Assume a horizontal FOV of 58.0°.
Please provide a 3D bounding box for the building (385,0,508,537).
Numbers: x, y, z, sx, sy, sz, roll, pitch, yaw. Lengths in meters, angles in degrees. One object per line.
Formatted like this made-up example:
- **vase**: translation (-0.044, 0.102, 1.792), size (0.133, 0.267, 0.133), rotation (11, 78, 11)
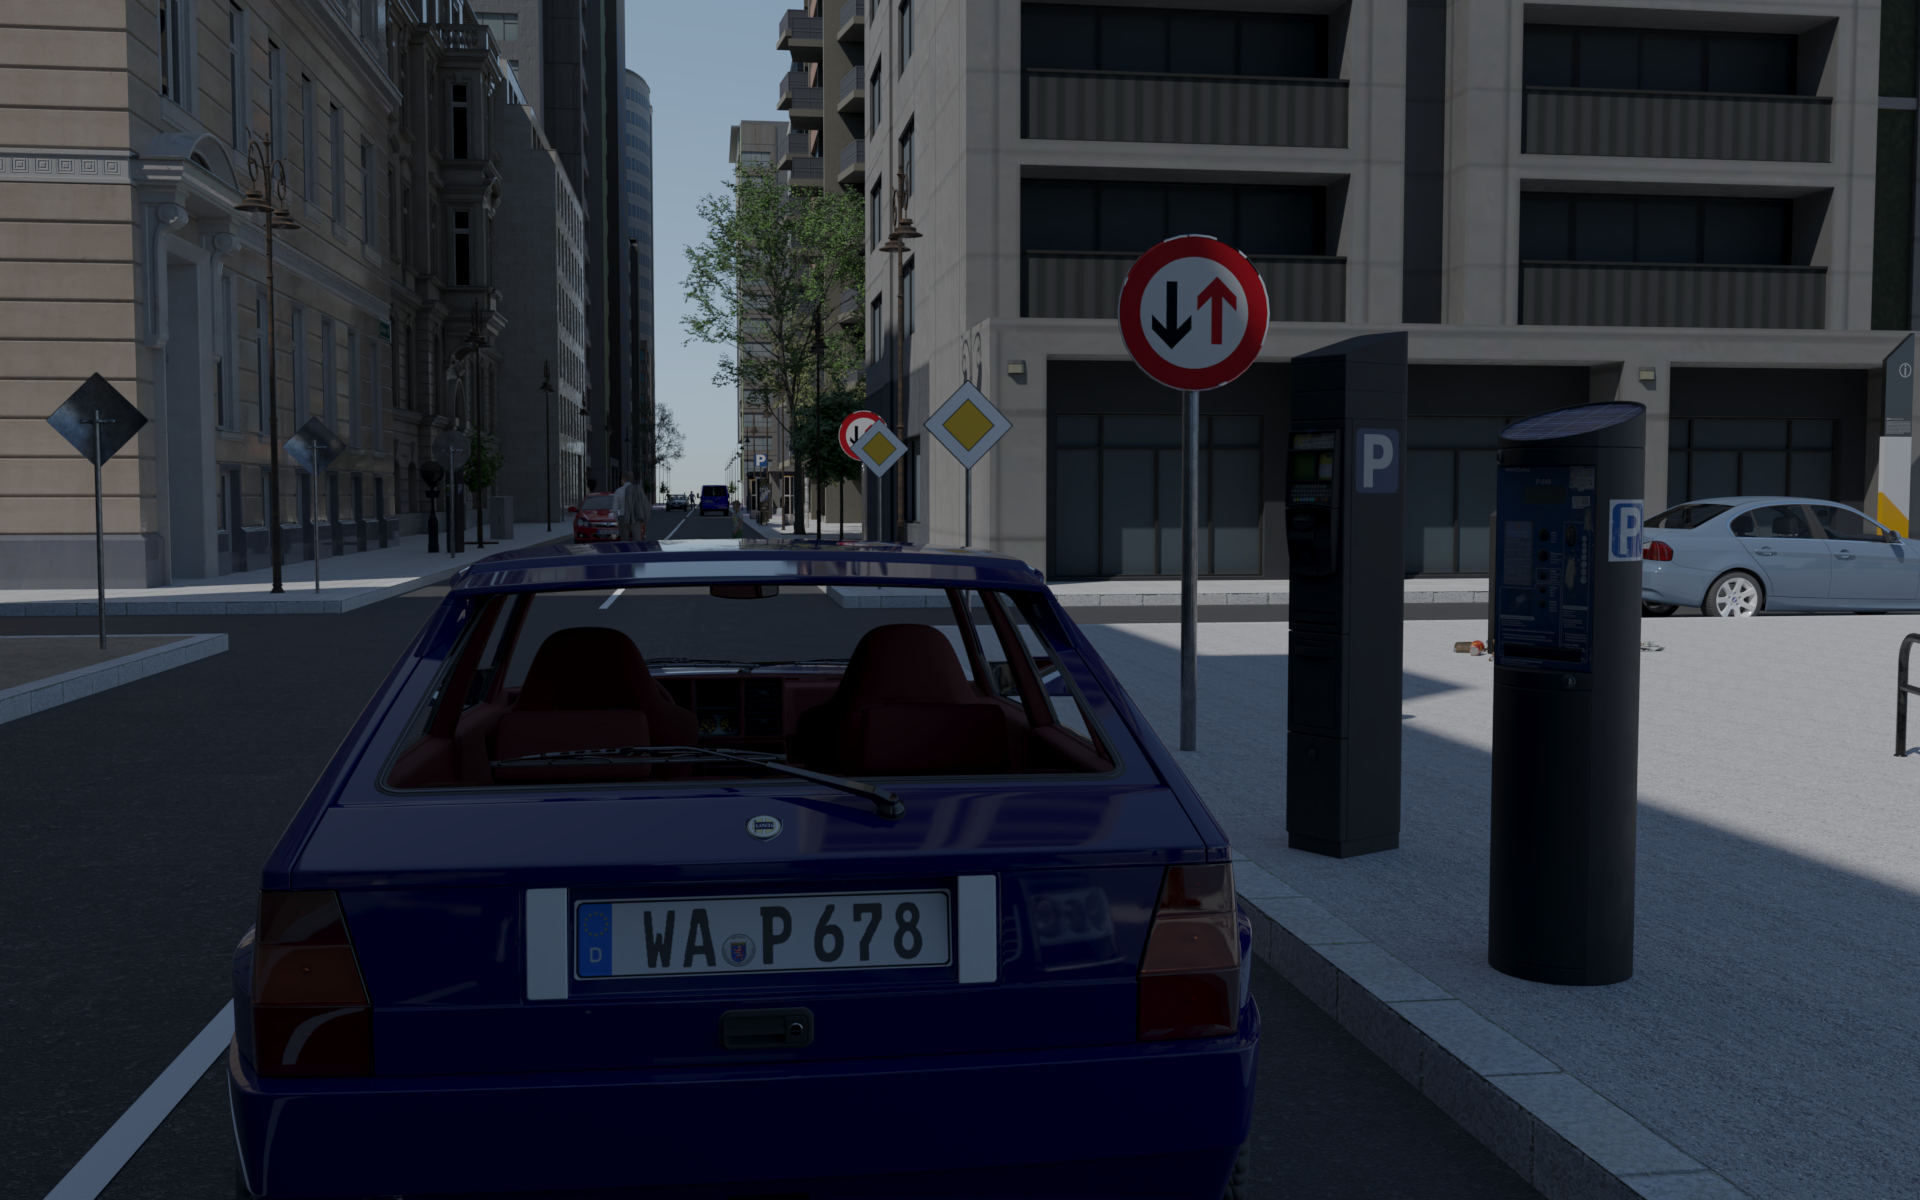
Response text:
- **building**: translation (-22.961, -14.635, 58.364), size (14.460, 24.649, 34.723), rotation (-1, 4, -8)

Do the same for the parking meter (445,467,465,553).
- **parking meter**: translation (-11.035, -1.964, 37.830), size (0.255, 1.863, 0.399), rotation (1, 4, 12)

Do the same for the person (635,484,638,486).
- **person**: translation (-11.575, -3.230, 61.666), size (0.721, 1.781, 0.623), rotation (-1, 4, -20)

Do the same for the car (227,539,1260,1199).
- **car**: translation (-0.546, 0.498, 4.442), size (1.945, 1.354, 3.894), rotation (0, 4, -8)

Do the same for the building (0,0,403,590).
- **building**: translation (-18.540, -15.004, 31.225), size (13.634, 28.700, 20.117), rotation (-1, 4, -8)

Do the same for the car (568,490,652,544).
- **car**: translation (-9.180, -2.230, 45.504), size (2.155, 1.783, 4.494), rotation (-1, 4, -10)

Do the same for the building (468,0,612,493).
- **building**: translation (-28.281, -25.581, 101.849), size (14.154, 41.232, 14.086), rotation (-1, 4, -8)

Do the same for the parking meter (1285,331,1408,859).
- **parking meter**: translation (1.381, -0.031, 6.213), size (0.399, 1.863, 0.255), rotation (-3, 4, -36)

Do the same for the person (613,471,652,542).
- **person**: translation (-5.776, -1.340, 30.513), size (0.679, 1.850, 0.850), rotation (-1, 4, -16)

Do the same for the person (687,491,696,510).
- **person**: translation (-23.453, -8.703, 151.739), size (0.756, 1.711, 0.436), rotation (1, 4, 16)

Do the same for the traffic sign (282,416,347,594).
- **traffic sign**: translation (-8.255, -1.135, 22.200), size (0.795, 2.450, 0.064), rotation (-1, 4, -8)

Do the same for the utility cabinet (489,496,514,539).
- **utility cabinet**: translation (-13.076, -2.337, 49.376), size (0.306, 1.237, 1.020), rotation (-3, 4, -38)

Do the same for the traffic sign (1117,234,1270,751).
- **traffic sign**: translation (1.143, -0.519, 8.599), size (0.768, 2.556, 0.104), rotation (0, 4, -8)

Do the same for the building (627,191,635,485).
- **building**: translation (-36.151, -23.187, 150.801), size (14.160, 30.474, 14.107), rotation (-1, 4, -8)

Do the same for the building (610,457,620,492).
- **building**: translation (-34.181, -41.550, 117.595), size (20.563, 71.187, 20.611), rotation (-1, 4, -8)

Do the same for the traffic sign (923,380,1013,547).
- **traffic sign**: translation (0.068, -0.714, 15.320), size (0.795, 2.450, 0.064), rotation (-1, 4, -8)

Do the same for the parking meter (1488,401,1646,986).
- **parking meter**: translation (1.625, 0.230, 4.648), size (0.372, 1.533, 0.369), rotation (0, 3, 0)

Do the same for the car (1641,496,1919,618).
- **car**: translation (9.370, -0.454, 19.429), size (4.499, 1.417, 2.014), rotation (-1, 4, -9)

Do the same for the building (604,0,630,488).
- **building**: translation (-33.456, -29.721, 136.046), size (14.600, 45.320, 14.200), rotation (-1, 4, -8)

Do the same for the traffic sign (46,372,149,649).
- **traffic sign**: translation (-7.103, -0.652, 14.298), size (0.795, 2.450, 0.064), rotation (-1, 4, -8)

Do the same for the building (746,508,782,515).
- **building**: translation (-0.776, -27.267, 137.697), size (32.217, 40.220, 23.993), rotation (-1, 4, -8)

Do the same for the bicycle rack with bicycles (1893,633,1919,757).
- **bicycle rack with bicycles**: translation (5.474, 0.356, 7.562), size (2.852, 0.926, 2.925), rotation (1, 4, 11)

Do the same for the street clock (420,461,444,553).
- **street clock**: translation (-11.527, -2.036, 37.867), size (0.471, 2.002, 0.358), rotation (0, 4, 3)

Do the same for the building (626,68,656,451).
- **building**: translation (-52.567, -42.388, 235.040), size (21.231, 58.520, 28.212), rotation (-1, 4, -8)

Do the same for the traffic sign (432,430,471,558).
- **traffic sign**: translation (-10.177, -2.114, 34.677), size (0.768, 2.556, 0.104), rotation (0, 4, -3)

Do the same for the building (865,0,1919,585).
- **building**: translation (9.138, -36.409, 33.543), size (20.611, 71.187, 20.563), rotation (-1, 4, -8)

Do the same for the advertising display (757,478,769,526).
- **advertising display**: translation (-8.050, -4.007, 70.727), size (0.123, 1.923, 0.974), rotation (1, 4, 16)

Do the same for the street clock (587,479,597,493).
- **street clock**: translation (-17.408, -4.730, 81.904), size (0.471, 2.002, 0.358), rotation (3, 4, 37)

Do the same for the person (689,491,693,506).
- **person**: translation (-33.222, -12.556, 213.884), size (0.705, 1.812, 1.348), rotation (-3, 5, -40)

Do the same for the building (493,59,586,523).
- **building**: translation (-24.203, -14.042, 84.331), size (10.420, 20.320, 16.860), rotation (-1, 4, -8)

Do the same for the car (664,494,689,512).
- **car**: translation (-23.346, -8.129, 142.700), size (2.009, 1.686, 4.222), rotation (-1, 4, -9)

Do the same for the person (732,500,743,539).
- **person**: translation (-4.809, -1.516, 37.540), size (0.306, 1.304, 0.590), rotation (2, 4, 24)

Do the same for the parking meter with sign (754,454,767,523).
- **parking meter with sign**: translation (-8.722, -4.883, 76.099), size (0.543, 3.016, 1.738), rotation (0, 4, -5)

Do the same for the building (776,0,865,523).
- **building**: translation (2.470, -26.247, 83.769), size (22.147, 44.769, 28.867), rotation (-1, 4, -8)

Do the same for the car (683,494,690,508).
- **car**: translation (-29.980, -10.641, 185.785), size (2.131, 1.459, 4.920), rotation (0, 4, -7)

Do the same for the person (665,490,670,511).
- **person**: translation (-24.531, -8.382, 146.068), size (0.721, 1.766, 1.217), rotation (2, 4, 27)

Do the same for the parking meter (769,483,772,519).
- **parking meter**: translation (-9.855, -5.088, 88.899), size (0.399, 1.863, 0.255), rotation (0, 4, 0)

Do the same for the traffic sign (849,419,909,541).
- **traffic sign**: translation (-1.084, -1.197, 23.221), size (0.795, 2.450, 0.064), rotation (-1, 4, -8)

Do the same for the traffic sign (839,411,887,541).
- **traffic sign**: translation (-1.467, -1.616, 26.534), size (0.768, 2.556, 0.104), rotation (0, 4, 1)

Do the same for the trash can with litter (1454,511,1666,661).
- **trash can with litter**: translation (4.890, -0.178, 13.961), size (2.233, 1.210, 1.678), rotation (-1, 4, -20)
